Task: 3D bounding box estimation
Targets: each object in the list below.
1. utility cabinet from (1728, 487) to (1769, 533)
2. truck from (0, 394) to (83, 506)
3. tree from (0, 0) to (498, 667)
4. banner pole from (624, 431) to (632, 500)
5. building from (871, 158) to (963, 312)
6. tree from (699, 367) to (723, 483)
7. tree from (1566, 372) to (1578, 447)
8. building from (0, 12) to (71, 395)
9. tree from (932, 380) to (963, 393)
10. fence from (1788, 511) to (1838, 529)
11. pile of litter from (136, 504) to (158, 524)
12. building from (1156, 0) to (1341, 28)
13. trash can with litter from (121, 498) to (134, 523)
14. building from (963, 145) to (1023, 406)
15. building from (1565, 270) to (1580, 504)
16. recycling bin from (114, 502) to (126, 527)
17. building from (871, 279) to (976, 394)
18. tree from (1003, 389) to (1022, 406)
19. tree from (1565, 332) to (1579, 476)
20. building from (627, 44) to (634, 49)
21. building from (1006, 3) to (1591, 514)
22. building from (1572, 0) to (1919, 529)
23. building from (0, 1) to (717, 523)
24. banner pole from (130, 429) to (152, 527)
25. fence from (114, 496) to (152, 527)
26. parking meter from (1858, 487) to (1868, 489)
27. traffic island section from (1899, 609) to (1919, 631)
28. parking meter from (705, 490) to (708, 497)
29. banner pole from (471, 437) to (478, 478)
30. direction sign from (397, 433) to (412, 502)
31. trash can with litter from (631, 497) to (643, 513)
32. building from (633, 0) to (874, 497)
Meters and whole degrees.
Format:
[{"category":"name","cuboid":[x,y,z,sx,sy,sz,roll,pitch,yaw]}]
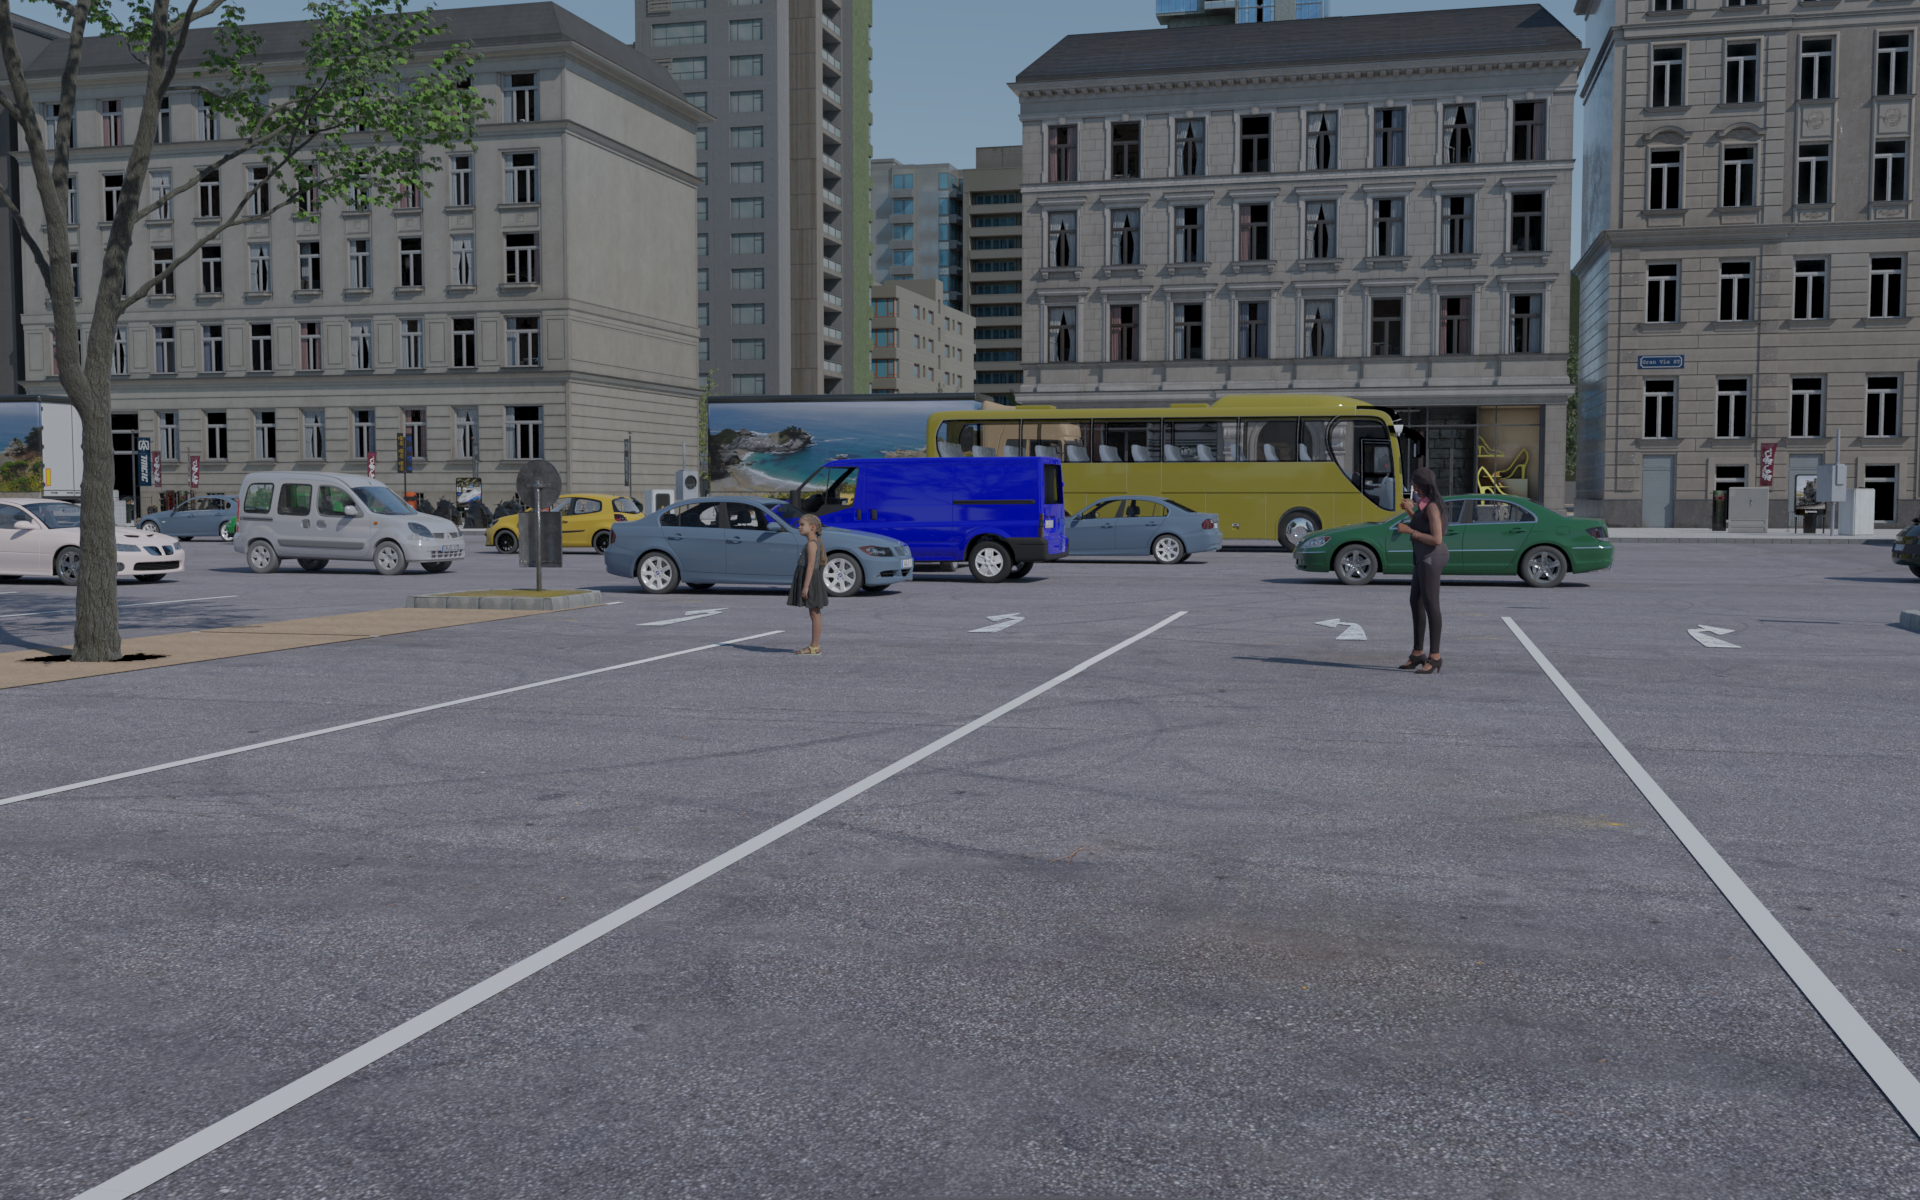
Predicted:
[{"category":"utility cabinet","cuboid":[25.897,-2.948,56.885,1.173,1.500,0.318,2,4,27]},{"category":"truck","cuboid":[-30.902,-3.818,51.339,11.283,4.237,2.839,1,4,16]},{"category":"tree","cuboid":[-7.324,-5.268,14.348,9.928,11.665,9.643,0,3,0]},{"category":"banner pole","cuboid":[-13.213,-4.830,68.995,0.401,3.779,0.863,-2,4,-33]},{"category":"building","cuboid":[-11.642,-38.569,250.214,30.456,49.044,23.786,1,4,14]},{"category":"tree","cuboid":[-14.552,-8.841,94.909,4.737,8.622,4.395,0,3,0]},{"category":"tree","cuboid":[35.348,-8.888,95.673,4.360,8.622,3.978,0,3,0]},{"category":"building","cuboid":[-55.932,-18.250,91.903,24.014,27.812,14.314,1,4,14]},{"category":"tree","cuboid":[-0.634,-9.930,112.714,4.360,8.622,3.978,0,3,0]},{"category":"fence","cuboid":[29.307,-2.670,59.022,2.069,0.683,0.278,2,4,35]},{"category":"pile of litter","cuboid":[-35.061,-3.710,74.616,1.176,0.858,1.719,0,4,3]},{"category":"building","cuboid":[38.905,-56.445,235.543,31.000,86.520,22.319,1,4,14]},{"category":"trash can with litter","cuboid":[-36.461,-3.907,75.267,0.624,1.170,1.055,2,4,31]},{"category":"building","cuboid":[13.205,-37.837,242.343,21.600,48.544,21.300,1,4,14]},{"category":"building","cuboid":[73.508,-27.677,224.225,14.107,30.474,14.160,1,4,14]},{"category":"recycling bin","cuboid":[-32.341,-3.272,66.055,0.722,1.027,0.722,1,4,9]},{"category":"building","cuboid":[-15.866,-19.281,160.290,28.899,21.520,27.650,1,4,14]},{"category":"tree","cuboid":[6.031,-12.161,133.245,7.601,10.594,8.767,-2,4,-29]},{"category":"tree","cuboid":[37.260,-11.906,111.670,9.611,12.733,9.660,0,3,0]},{"category":"building","cuboid":[-34.968,-31.911,171.855,14.200,45.320,14.600,1,4,14]},{"category":"building","cuboid":[4.850,-13.653,74.137,40.483,20.767,10.553,1,4,14]},{"category":"building","cuboid":[37.488,-16.516,67.302,25.104,27.353,12.463,1,4,14]},{"category":"building","cuboid":[-29.103,-15.456,85.993,30.059,22.955,16.112,1,4,14]},{"category":"banner pole","cuboid":[-31.750,-4.714,67.092,0.863,3.779,0.401,-1,4,-14]},{"category":"fence","cuboid":[-31.049,-3.265,64.581,2.264,1.192,0.480,1,4,12]},{"category":"parking meter","cuboid":[32.328,-3.276,61.978,0.372,1.533,0.369,0,3,0]},{"category":"traffic island section","cuboid":[10.996,0.274,17.797,2.009,0.180,2.903,1,4,14]},{"category":"parking meter","cuboid":[-14.610,-5.627,100.419,0.372,1.533,0.369,0,3,0]},{"category":"banner pole","cuboid":[-21.070,-5.216,75.300,0.401,3.779,0.863,-2,4,-34]},{"category":"direction sign","cuboid":[-20.626,-4.427,64.386,0.379,3.537,0.876,1,4,17]},{"category":"trash can with litter","cuboid":[-12.439,-3.455,67.884,1.055,1.170,0.624,0,4,-4]},{"category":"building","cuboid":[-15.346,-27.414,131.817,14.154,41.232,14.086,1,4,14]}]
